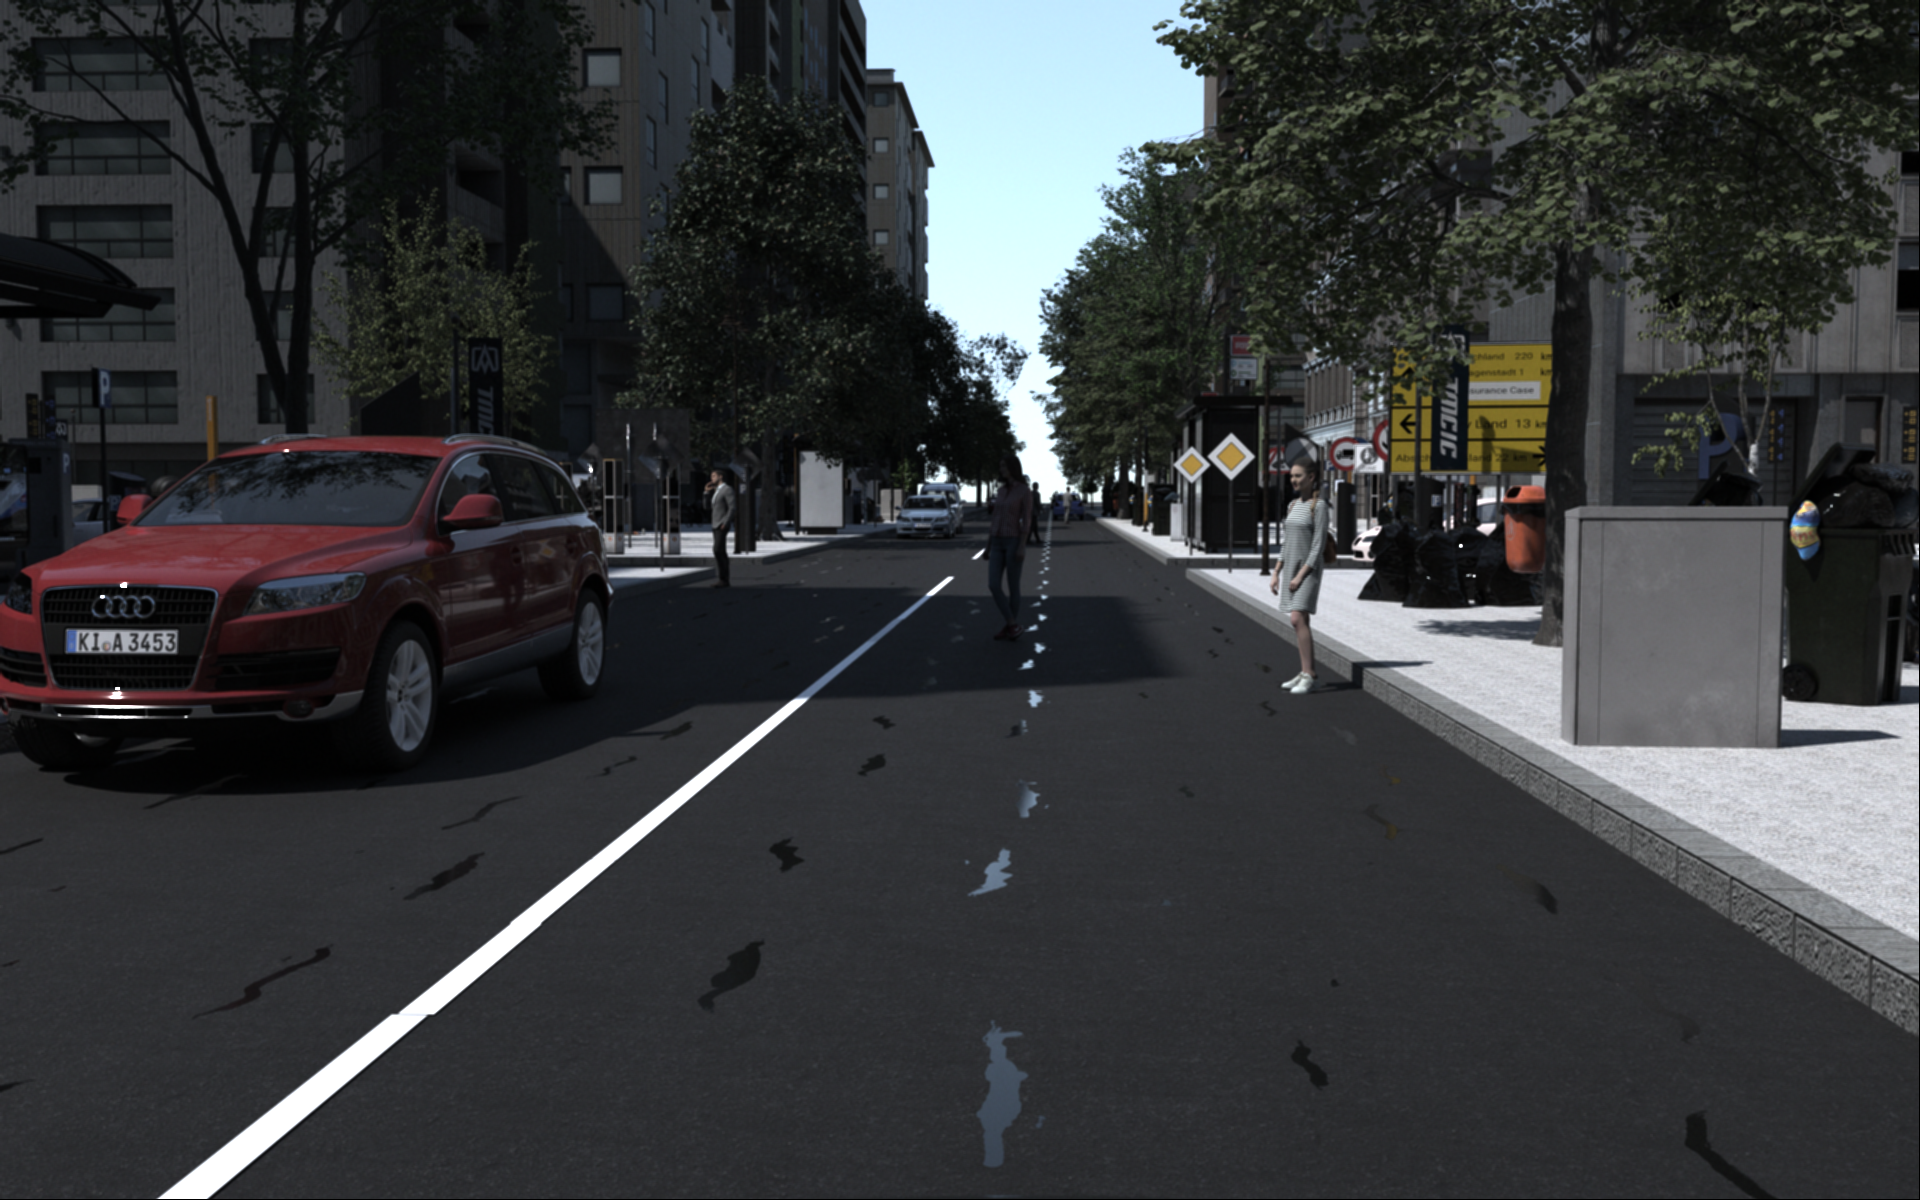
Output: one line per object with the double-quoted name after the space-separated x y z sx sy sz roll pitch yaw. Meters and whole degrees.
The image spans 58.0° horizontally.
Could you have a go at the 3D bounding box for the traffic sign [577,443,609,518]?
-8.250 -2.312 38.981 0.795 2.450 0.064 1 4 12 "traffic sign"

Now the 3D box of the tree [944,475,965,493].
-0.458 -8.637 135.823 1.663 3.219 1.824 0 3 0 "tree"

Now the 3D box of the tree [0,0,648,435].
-7.207 -5.651 18.144 9.928 11.665 9.643 0 3 0 "tree"

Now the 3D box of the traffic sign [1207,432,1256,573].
4.395 -1.498 28.133 0.795 2.450 0.064 0 4 3 "traffic sign"

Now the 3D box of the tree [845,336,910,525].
-4.018 -7.469 72.479 4.737 8.622 4.395 0 3 0 "tree"

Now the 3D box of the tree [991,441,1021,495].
4.269 -17.343 217.970 7.601 10.594 8.767 1 4 15 "tree"

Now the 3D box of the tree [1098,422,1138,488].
10.733 -10.191 116.980 4.737 8.622 4.395 0 3 0 "tree"

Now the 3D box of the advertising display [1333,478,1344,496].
17.588 -4.588 80.228 0.123 1.923 0.974 3 5 44 "advertising display"

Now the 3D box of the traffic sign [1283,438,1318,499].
7.742 -2.405 39.428 0.768 2.556 0.104 1 4 12 "traffic sign"

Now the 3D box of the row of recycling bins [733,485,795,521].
-9.135 -4.587 82.109 3.534 1.692 1.069 -2 4 -27 "row of recycling bins"

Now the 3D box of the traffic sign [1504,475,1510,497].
8.334 -1.607 26.388 0.768 2.556 0.104 0 4 6 "traffic sign"

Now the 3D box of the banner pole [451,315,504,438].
-6.816 -2.100 24.346 0.863 3.779 0.401 -1 4 -12 "banner pole"

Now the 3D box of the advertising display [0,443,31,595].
-12.184 -1.027 22.005 0.123 1.923 0.974 0 4 7 "advertising display"

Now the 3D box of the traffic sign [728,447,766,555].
-4.506 -2.017 36.627 0.795 2.450 0.064 0 4 3 "traffic sign"

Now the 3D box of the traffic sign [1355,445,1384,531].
8.337 -2.031 35.329 0.606 2.300 0.079 1 4 13 "traffic sign"

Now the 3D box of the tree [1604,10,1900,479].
11.655 -4.594 25.471 4.737 8.622 4.395 0 3 0 "tree"

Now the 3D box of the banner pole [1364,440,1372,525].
16.876 -4.958 71.085 0.863 3.779 0.401 -2 4 -35 "banner pole"

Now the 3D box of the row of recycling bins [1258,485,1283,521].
14.446 -4.567 81.775 3.534 1.692 1.069 2 4 28 "row of recycling bins"

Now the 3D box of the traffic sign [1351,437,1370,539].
8.904 -2.376 38.960 0.768 2.556 0.104 1 4 12 "traffic sign"

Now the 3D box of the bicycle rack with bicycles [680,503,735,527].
-9.614 -3.282 67.050 2.852 0.926 2.925 1 4 9 "bicycle rack with bicycles"

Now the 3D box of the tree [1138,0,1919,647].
5.511 -5.873 14.154 7.486 12.596 7.792 0 3 0 "tree"

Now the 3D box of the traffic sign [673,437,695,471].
-6.468 -2.420 39.566 0.884 2.594 0.081 1 4 13 "traffic sign"

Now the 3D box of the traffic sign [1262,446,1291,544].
8.220 -2.729 44.615 0.884 2.594 0.081 0 4 8 "traffic sign"

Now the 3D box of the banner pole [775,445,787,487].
-9.046 -5.942 87.173 0.863 3.779 0.401 1 4 19 "banner pole"

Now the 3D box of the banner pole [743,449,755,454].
-10.785 -6.003 88.174 0.863 3.779 0.401 1 4 15 "banner pole"

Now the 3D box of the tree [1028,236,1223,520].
8.338 -11.014 86.729 9.857 13.997 8.962 0 3 0 "tree"

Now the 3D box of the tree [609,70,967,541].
-5.149 -7.961 47.163 9.611 12.733 9.660 0 3 0 "tree"

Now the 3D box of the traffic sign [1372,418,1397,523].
7.199 -1.748 28.679 0.768 2.556 0.104 1 4 11 "traffic sign"

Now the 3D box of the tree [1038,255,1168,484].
12.624 -16.762 129.950 12.611 20.169 13.585 0 3 0 "tree"

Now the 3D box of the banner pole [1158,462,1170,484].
10.984 -6.276 92.625 0.863 3.779 0.401 1 4 16 "banner pole"

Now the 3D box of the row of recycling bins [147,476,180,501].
-17.834 -2.014 40.044 1.069 1.692 3.534 2 4 35 "row of recycling bins"

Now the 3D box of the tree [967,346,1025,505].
-2.680 -11.203 100.171 9.611 12.733 9.660 0 3 0 "tree"

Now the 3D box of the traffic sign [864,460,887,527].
-3.252 -4.064 66.454 0.884 2.594 0.081 0 4 8 "traffic sign"

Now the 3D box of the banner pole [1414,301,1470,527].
6.202 -1.990 22.551 0.863 3.779 0.401 1 4 16 "banner pole"

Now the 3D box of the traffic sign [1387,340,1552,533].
6.886 -1.793 23.189 2.265 3.308 0.079 1 4 11 "traffic sign"

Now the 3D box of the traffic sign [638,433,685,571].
-4.935 -1.530 28.653 0.795 2.450 0.064 0 4 3 "traffic sign"

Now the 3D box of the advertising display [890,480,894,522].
-3.147 -4.579 80.081 0.123 1.923 0.974 0 4 -5 "advertising display"

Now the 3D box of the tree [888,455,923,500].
-2.775 -5.577 85.787 1.663 3.219 1.824 0 3 0 "tree"

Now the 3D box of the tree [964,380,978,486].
1.969 -15.527 171.995 7.486 12.596 7.792 0 3 0 "tree"

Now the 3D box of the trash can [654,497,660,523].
-13.254 -3.957 76.343 0.748 1.137 0.748 0 3 0 "trash can"

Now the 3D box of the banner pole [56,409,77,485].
-26.222 -3.720 50.839 0.863 3.779 0.401 -3 5 -45 "banner pole"

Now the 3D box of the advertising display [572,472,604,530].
-10.983 -2.793 50.880 0.974 1.923 0.123 0 4 -4 "advertising display"

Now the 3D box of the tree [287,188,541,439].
-13.413 -5.561 41.288 4.737 8.622 4.395 0 3 0 "tree"

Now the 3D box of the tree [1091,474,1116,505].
12.102 -8.995 141.669 1.663 3.219 1.824 0 3 0 "tree"

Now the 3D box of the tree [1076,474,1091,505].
11.619 -9.815 155.083 1.663 3.219 1.824 0 3 0 "tree"

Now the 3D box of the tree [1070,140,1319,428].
6.964 -7.684 51.382 9.928 11.665 9.643 0 3 0 "tree"

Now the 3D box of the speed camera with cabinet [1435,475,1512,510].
11.781 -2.730 38.976 2.038 3.252 0.660 2 4 28 "speed camera with cabinet"

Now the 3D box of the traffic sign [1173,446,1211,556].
4.824 -1.986 36.107 0.795 2.450 0.064 0 4 3 "traffic sign"

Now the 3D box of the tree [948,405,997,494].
0.003 -11.080 131.522 4.737 8.622 4.395 0 3 0 "tree"

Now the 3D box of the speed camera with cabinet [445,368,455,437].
-7.404 -1.979 26.688 0.660 3.252 2.038 -2 4 -30 "speed camera with cabinet"

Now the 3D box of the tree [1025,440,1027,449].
3.336 -17.600 204.769 9.611 12.733 9.660 0 3 0 "tree"

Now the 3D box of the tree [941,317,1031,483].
1.001 -20.191 186.017 12.611 20.169 13.585 0 3 0 "tree"

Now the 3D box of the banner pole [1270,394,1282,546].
8.016 -3.269 43.470 0.401 3.779 0.863 1 4 16 "banner pole"

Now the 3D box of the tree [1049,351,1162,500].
9.386 -10.428 104.908 8.767 10.594 7.601 1 4 9 "tree"

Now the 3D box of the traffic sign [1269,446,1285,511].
8.459 -2.811 46.061 0.768 2.556 0.104 1 4 10 "traffic sign"

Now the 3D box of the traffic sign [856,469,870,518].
-4.815 -5.301 86.777 0.768 2.556 0.104 0 4 6 "traffic sign"

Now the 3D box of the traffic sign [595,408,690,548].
-7.547 -2.893 41.170 2.265 3.308 0.079 0 4 4 "traffic sign"

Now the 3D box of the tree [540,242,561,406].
-12.720 -5.912 47.026 4.737 8.622 4.395 0 3 0 "tree"

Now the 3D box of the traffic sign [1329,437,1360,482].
8.601 -2.357 38.636 0.768 2.556 0.104 0 4 6 "traffic sign"
